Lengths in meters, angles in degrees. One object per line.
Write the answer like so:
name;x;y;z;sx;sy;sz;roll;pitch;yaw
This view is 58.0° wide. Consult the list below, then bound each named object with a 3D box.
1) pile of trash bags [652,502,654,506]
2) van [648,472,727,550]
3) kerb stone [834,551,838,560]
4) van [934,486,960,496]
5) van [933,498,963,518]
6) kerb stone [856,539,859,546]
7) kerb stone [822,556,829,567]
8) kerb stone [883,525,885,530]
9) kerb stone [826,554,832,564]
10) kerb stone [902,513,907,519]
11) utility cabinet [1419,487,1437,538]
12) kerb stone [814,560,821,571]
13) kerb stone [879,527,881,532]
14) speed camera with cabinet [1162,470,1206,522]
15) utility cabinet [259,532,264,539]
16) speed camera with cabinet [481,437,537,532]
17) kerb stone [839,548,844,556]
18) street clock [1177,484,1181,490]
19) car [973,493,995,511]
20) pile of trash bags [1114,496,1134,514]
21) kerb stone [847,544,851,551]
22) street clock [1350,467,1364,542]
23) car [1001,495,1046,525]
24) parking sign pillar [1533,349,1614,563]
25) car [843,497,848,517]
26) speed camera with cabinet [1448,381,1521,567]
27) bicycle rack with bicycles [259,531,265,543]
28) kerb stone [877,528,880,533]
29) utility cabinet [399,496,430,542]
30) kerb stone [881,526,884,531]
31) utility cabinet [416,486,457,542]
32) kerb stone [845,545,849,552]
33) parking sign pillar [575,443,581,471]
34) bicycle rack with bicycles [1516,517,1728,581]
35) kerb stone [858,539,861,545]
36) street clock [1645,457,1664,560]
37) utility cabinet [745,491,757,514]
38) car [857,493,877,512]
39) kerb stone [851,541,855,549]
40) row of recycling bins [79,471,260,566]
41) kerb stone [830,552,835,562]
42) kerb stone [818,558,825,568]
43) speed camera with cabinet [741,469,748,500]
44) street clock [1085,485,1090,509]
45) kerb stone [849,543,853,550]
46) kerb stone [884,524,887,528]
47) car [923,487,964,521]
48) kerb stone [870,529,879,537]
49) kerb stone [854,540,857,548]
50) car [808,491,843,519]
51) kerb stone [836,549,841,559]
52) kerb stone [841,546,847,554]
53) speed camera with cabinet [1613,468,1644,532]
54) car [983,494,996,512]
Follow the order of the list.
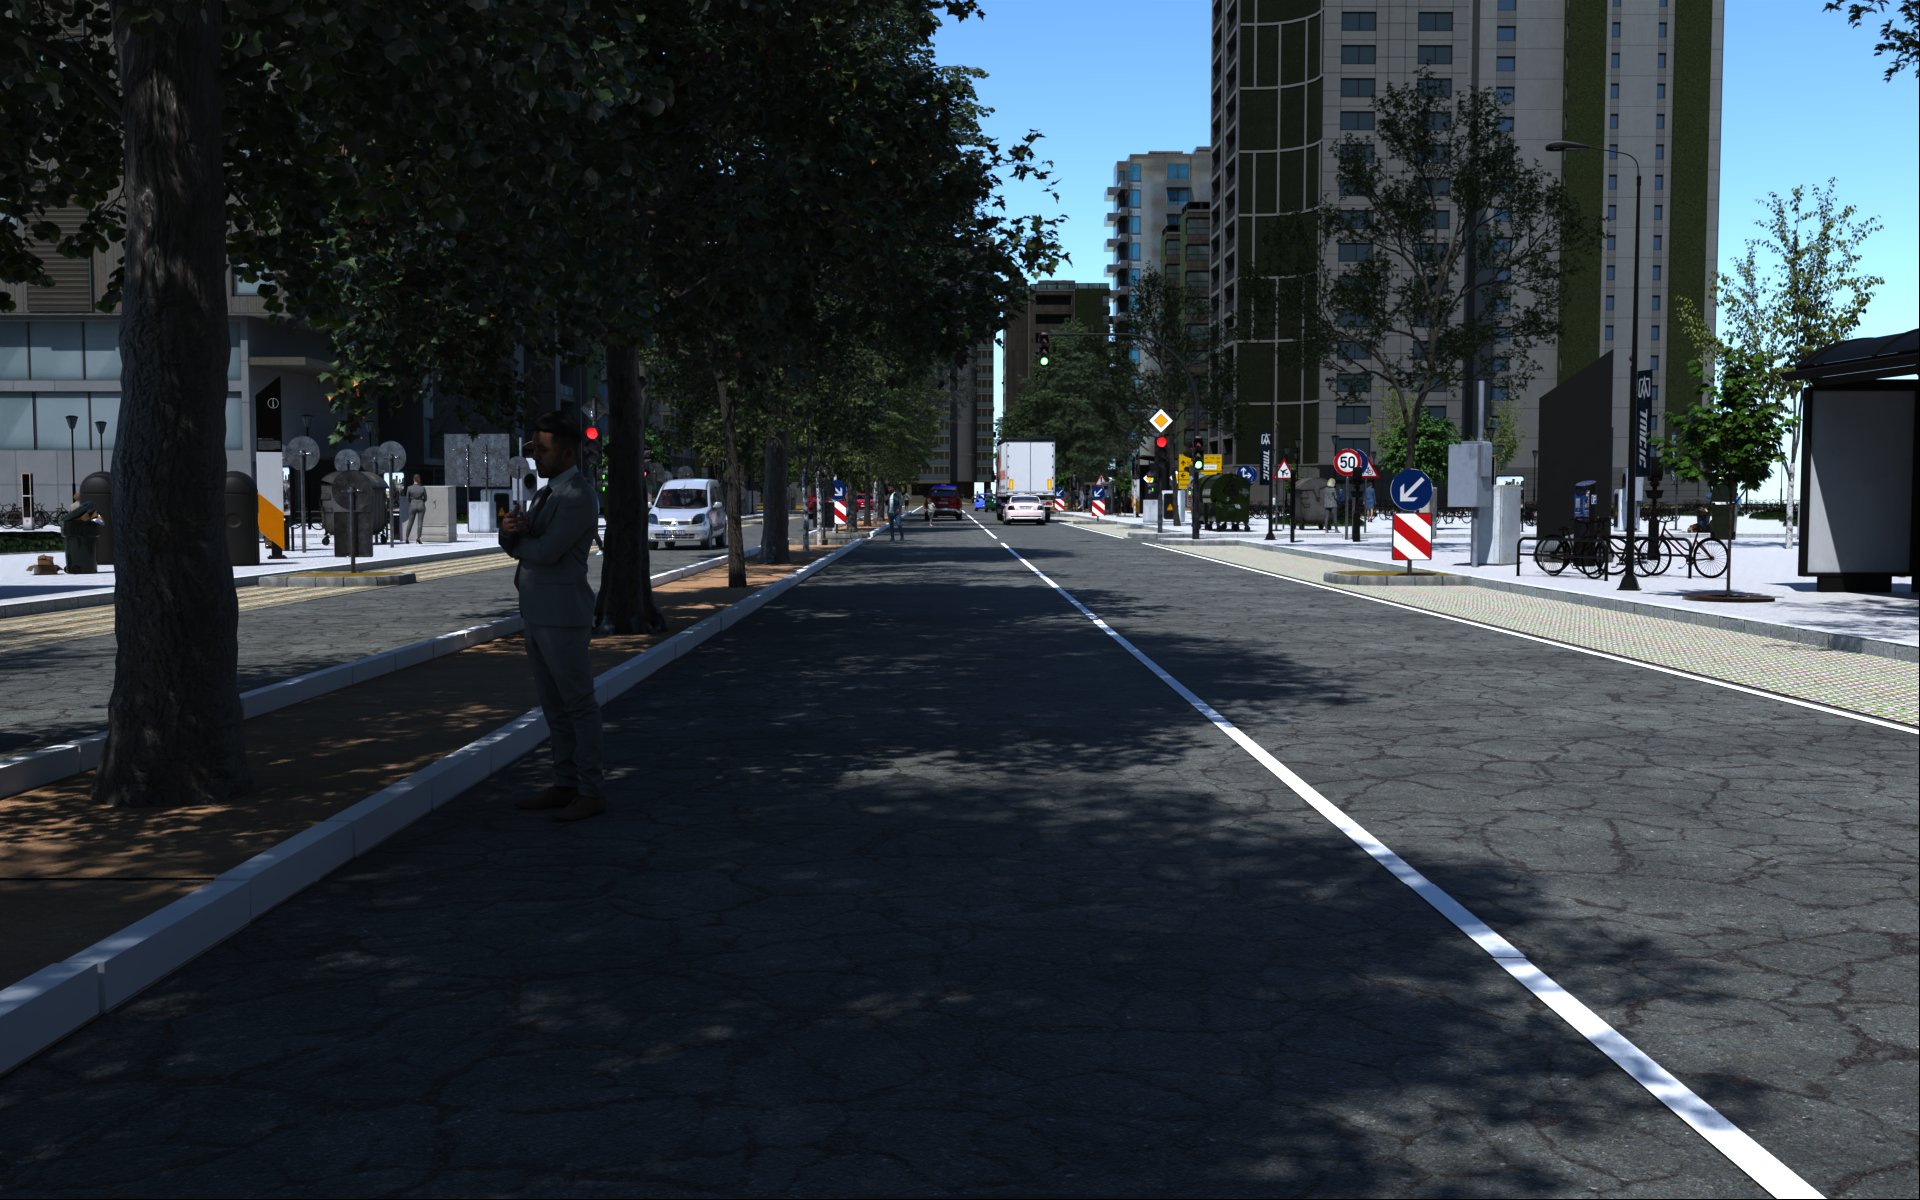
pile of trash bags;-14.928;-4.733;87.140;1.912;1.369;3.447;-1;4;-17
van;-7.214;-2.372;45.788;2.013;2.044;4.112;0;4;0
kerb stone;-2.746;-0.905;37.032;0.120;0.150;1.000;0;4;-1
van;-1.098;-7.539;127.654;2.240;2.365;5.245;0;4;0
van;-0.826;-6.024;105.504;2.013;2.044;4.112;0;4;1
kerb stone;-2.842;-1.472;46.264;0.120;0.150;1.000;0;4;-1
kerb stone;-2.716;-0.719;33.958;0.120;0.150;1.000;0;4;-1
kerb stone;-3.051;-2.698;66.312;0.120;0.150;1.000;0;4;-1
kerb stone;-2.723;-0.782;34.980;0.120;0.150;1.000;0;4;-1
kerb stone;-3.468;-5.144;106.294;0.120;0.150;1.000;0;4;-1
utility cabinet;13.403;-2.500;49.552;0.318;1.500;1.173;2;4;25
kerb stone;-2.696;-0.594;31.911;0.120;0.150;1.000;0;4;-1
kerb stone;-3.016;-2.448;62.213;0.120;0.150;1.000;0;4;-1
speed camera with cabinet;10.283;-5.210;79.516;2.038;3.252;0.660;2;4;29
utility cabinet;-19.965;-2.483;49.280;0.318;1.500;1.173;2;4;27
speed camera with cabinet;-15.590;-4.010;59.893;0.660;3.252;2.038;3;4;36
kerb stone;-2.766;-1.033;39.085;0.120;0.150;1.000;0;4;-1
street clock;12.394;-5.720;98.084;0.471;2.002;0.358;3;5;43
car;2.095;-8.393;146.815;1.945;1.707;3.694;0;4;-2
pile of trash bags;11.382;-6.418;114.691;3.447;1.369;1.912;0;4;4
kerb stone;-2.805;-1.221;42.166;0.120;0.150;1.000;0;4;-1
street clock;10.663;-2.566;46.526;0.358;2.002;0.471;1;4;16
car;2.979;-4.185;80.790;2.083;1.381;4.827;0;4;0
parking sign pillar;11.640;-2.709;32.768;1.447;3.967;1.447;2;4;26
car;-7.965;-5.951;109.294;2.014;1.417;4.499;0;4;0
speed camera with cabinet;9.389;-2.241;30.969;0.660;3.252;2.038;3;4;39
bicycle rack with bicycles;-19.498;-1.976;45.697;2.925;0.926;2.852;0;4;3
kerb stone;-3.006;-2.385;61.190;0.120;0.150;1.000;0;4;-1
utility cabinet;-14.613;-2.182;46.843;1.020;1.237;0.306;0;4;5
kerb stone;-3.039;-2.636;65.290;0.120;0.150;1.000;0;4;-1
utility cabinet;-13.958;-2.290;46.123;1.173;1.500;0.318;2;4;29
kerb stone;-2.790;-1.158;41.138;0.120;0.150;1.000;0;4;-1
parking sign pillar;-13.676;-4.387;60.202;1.447;3.967;1.447;2;4;34
bicycle rack with bicycles;9.965;-0.827;26.902;2.852;0.926;2.925;-2;4;-26
kerb stone;-2.857;-1.535;47.293;0.120;0.150;1.000;0;4;-1
street clock;13.474;-1.776;33.615;0.358;2.002;0.471;1;4;12
utility cabinet;-13.556;-6.330;112.177;0.318;1.500;1.173;1;4;21
car;-7.559;-7.910;138.363;2.155;1.783;4.494;0;3;0
kerb stone;-2.825;-1.340;44.210;0.120;0.150;1.000;0;4;-1
row of recycling bins;-14.312;-1.479;31.302;3.534;1.692;1.069;1;4;13
kerb stone;-2.739;-0.844;36.002;0.120;0.150;1.000;0;4;-1
kerb stone;-2.708;-0.657;32.933;0.120;0.150;1.000;0;4;-1
speed camera with cabinet;-15.531;-7.996;125.070;0.660;3.252;2.038;1;4;16
street clock;9.656;-7.774;131.670;0.358;2.002;0.471;-3;5;-45
kerb stone;-2.812;-1.279;43.188;0.120;0.150;1.000;0;4;-1
kerb stone;-3.065;-2.823;68.356;0.120;0.150;1.000;0;4;-1
car;-0.901;-5.304;95.395;2.281;1.827;5.304;0;4;0
kerb stone;-2.988;-2.322;60.167;0.120;0.150;1.000;0;4;-1
kerb stone;-2.838;-1.408;45.236;0.120;0.150;1.000;0;4;-1
car;-7.759;-5.597;100.191;2.281;1.827;5.304;0;4;-2
kerb stone;-2.757;-0.970;38.061;0.120;0.150;1.000;0;4;-1
kerb stone;-2.775;-1.096;40.114;0.120;0.150;1.000;0;4;-1
speed camera with cabinet;22.787;-3.958;59.042;0.660;3.252;2.038;1;4;10
car;2.869;-7.713;137.909;2.131;1.459;4.920;0;4;1
